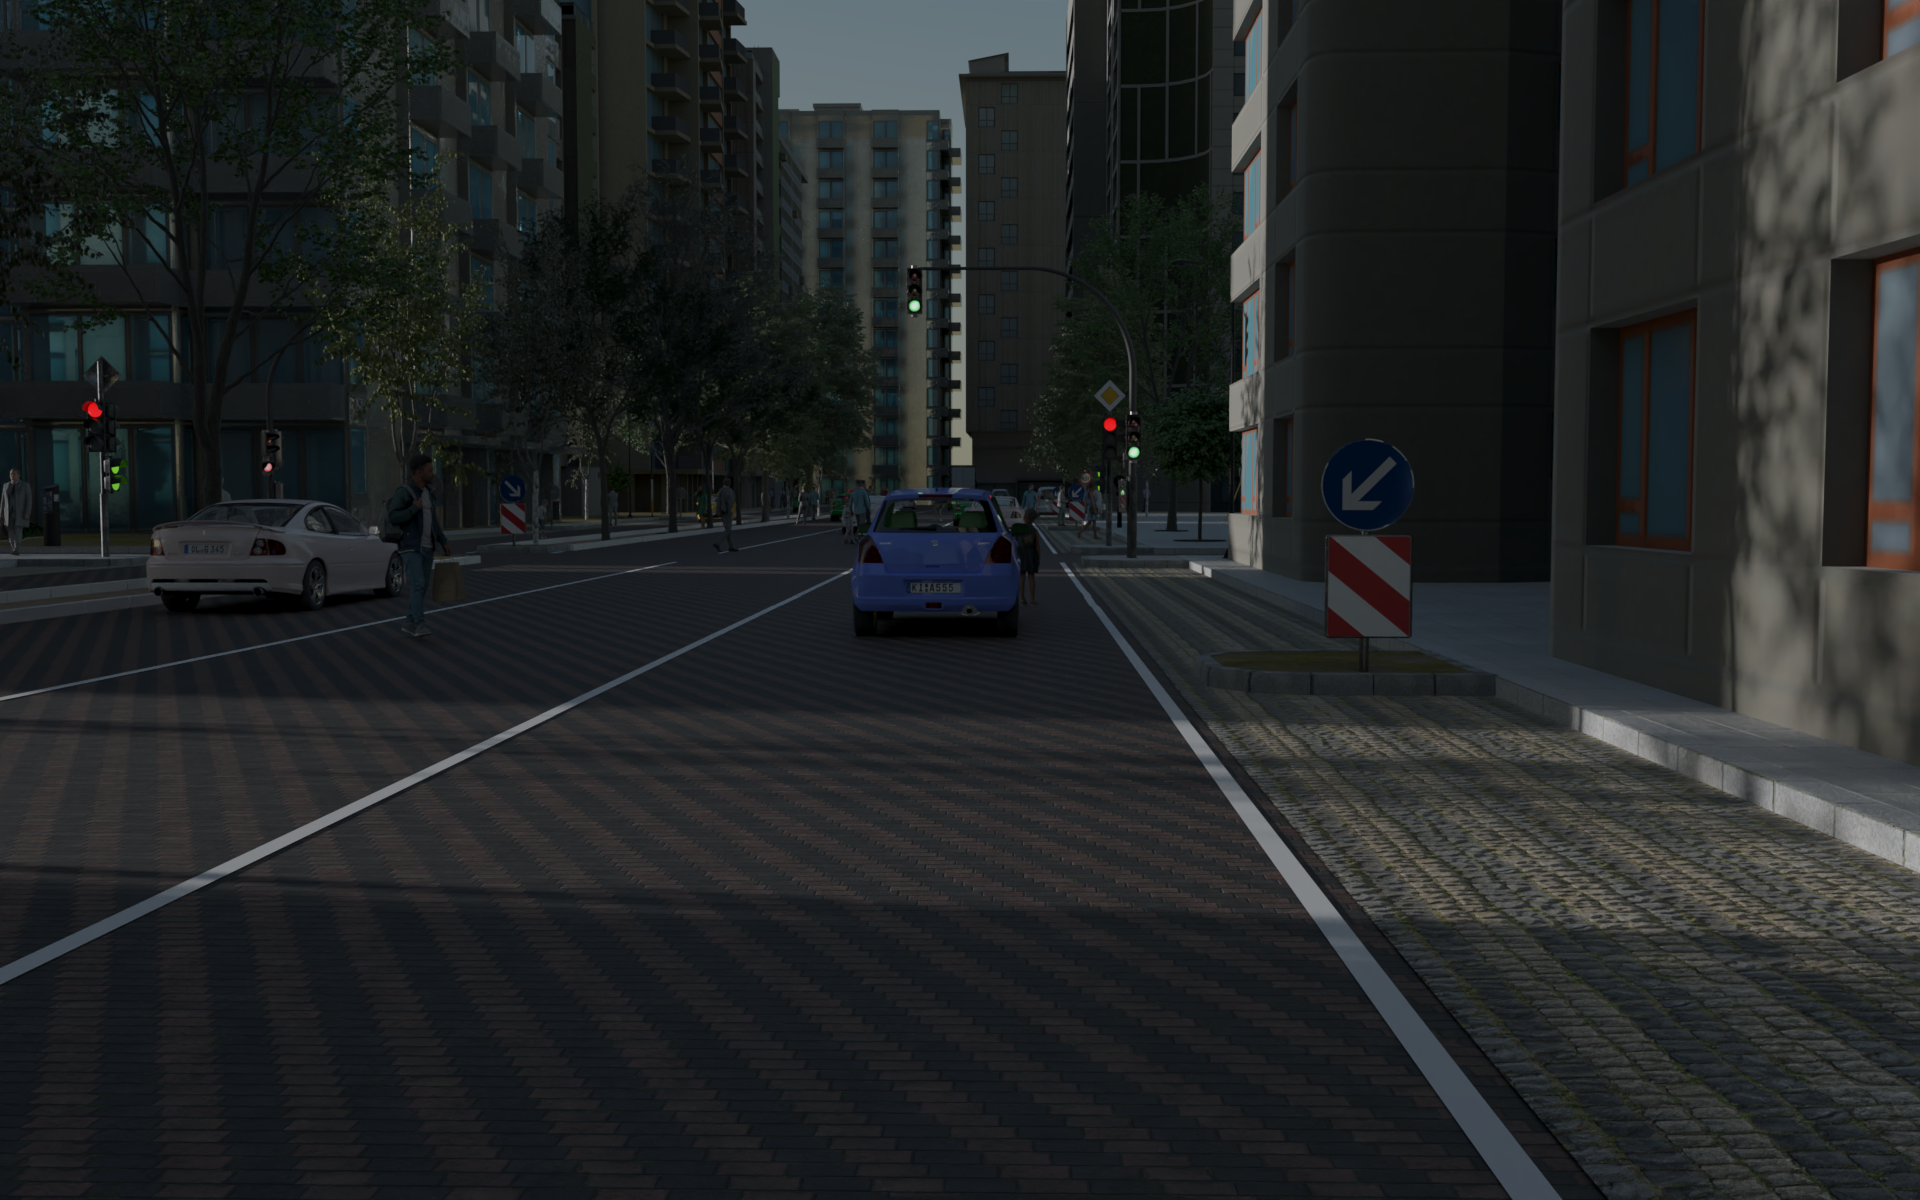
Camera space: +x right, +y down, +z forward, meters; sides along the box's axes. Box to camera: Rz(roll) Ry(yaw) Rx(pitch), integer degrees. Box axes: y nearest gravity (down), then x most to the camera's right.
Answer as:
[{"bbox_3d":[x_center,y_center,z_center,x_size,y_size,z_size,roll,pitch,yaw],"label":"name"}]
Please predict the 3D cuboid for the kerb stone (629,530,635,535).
[{"bbox_3d":[-11.442,-2.290,59.630,0.120,0.150,1.000,0,4,2],"label":"kerb stone"}]

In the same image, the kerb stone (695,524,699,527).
[{"bbox_3d":[-11.073,-3.041,71.923,0.120,0.150,1.000,0,4,2],"label":"kerb stone"}]

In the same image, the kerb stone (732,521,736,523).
[{"bbox_3d":[-10.741,-3.731,83.194,0.120,0.150,1.000,0,4,2],"label":"kerb stone"}]

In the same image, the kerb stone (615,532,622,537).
[{"bbox_3d":[-11.502,-2.162,57.579,0.120,0.150,1.000,0,4,2],"label":"kerb stone"}]

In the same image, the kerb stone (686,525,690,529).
[{"bbox_3d":[-11.139,-2.911,69.880,0.120,0.150,1.000,0,4,2],"label":"kerb stone"}]

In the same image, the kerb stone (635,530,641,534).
[{"bbox_3d":[-11.411,-2.352,60.652,0.120,0.150,1.000,0,4,2],"label":"kerb stone"}]

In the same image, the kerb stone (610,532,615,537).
[{"bbox_3d":[-11.526,-2.102,56.557,0.120,0.150,1.000,0,4,2],"label":"kerb stone"}]

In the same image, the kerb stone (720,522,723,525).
[{"bbox_3d":[-10.892,-3.412,78.057,0.120,0.150,1.000,0,4,2],"label":"kerb stone"}]

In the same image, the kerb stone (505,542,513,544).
[{"bbox_3d":[-11.868,-1.412,45.290,0.120,0.150,1.000,0,4,2],"label":"kerb stone"}]

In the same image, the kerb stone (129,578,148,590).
[{"bbox_3d":[-12.421,-0.246,26.266,0.120,0.150,1.000,0,4,2],"label":"kerb stone"}]

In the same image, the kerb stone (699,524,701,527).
[{"bbox_3d":[-11.050,-3.102,72.945,0.120,0.150,1.000,0,4,2],"label":"kerb stone"}]

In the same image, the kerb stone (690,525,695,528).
[{"bbox_3d":[-11.106,-2.977,70.901,0.120,0.150,1.000,0,4,2],"label":"kerb stone"}]

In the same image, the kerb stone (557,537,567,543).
[{"bbox_3d":[-11.716,-1.726,50.414,0.120,0.150,1.000,0,4,2],"label":"kerb stone"}]

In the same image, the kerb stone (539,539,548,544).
[{"bbox_3d":[-11.768,-1.599,48.370,0.120,0.150,1.000,0,4,2],"label":"kerb stone"}]

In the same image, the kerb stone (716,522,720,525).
[{"bbox_3d":[-10.927,-3.354,77.033,0.120,0.150,1.000,0,4,2],"label":"kerb stone"}]

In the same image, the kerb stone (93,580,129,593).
[{"bbox_3d":[-12.459,-0.183,25.242,0.120,0.150,1.000,0,4,2],"label":"kerb stone"}]

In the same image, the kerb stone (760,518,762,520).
[{"bbox_3d":[-10.528,-4.171,90.385,0.120,0.150,1.000,0,4,2],"label":"kerb stone"}]

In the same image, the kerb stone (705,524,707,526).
[{"bbox_3d":[-11.009,-3.166,73.966,0.120,0.150,1.000,0,4,2],"label":"kerb stone"}]

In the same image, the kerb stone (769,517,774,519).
[{"bbox_3d":[-10.409,-4.421,94.485,0.120,0.150,1.000,0,4,2],"label":"kerb stone"}]

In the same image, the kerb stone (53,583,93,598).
[{"bbox_3d":[-12.483,-0.123,24.212,0.120,0.150,1.000,0,4,2],"label":"kerb stone"}]

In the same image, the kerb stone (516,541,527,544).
[{"bbox_3d":[-11.835,-1.475,46.312,0.120,0.150,1.000,0,4,2],"label":"kerb stone"}]

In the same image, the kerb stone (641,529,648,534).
[{"bbox_3d":[-11.377,-2.415,61.674,0.120,0.150,1.000,0,4,2],"label":"kerb stone"}]

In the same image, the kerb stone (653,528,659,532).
[{"bbox_3d":[-11.323,-2.540,63.717,0.120,0.150,1.000,0,4,2],"label":"kerb stone"}]

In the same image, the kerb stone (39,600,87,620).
[{"bbox_3d":[-10.508,0.128,20.130,0.120,0.150,1.000,0,4,2],"label":"kerb stone"}]

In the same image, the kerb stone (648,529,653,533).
[{"bbox_3d":[-11.352,-2.469,62.696,0.120,0.150,1.000,0,4,2],"label":"kerb stone"}]

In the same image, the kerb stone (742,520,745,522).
[{"bbox_3d":[-10.706,-3.794,84.220,0.120,0.150,1.000,0,4,2],"label":"kerb stone"}]

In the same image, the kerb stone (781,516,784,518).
[{"bbox_3d":[-10.288,-4.668,98.589,0.120,0.150,1.000,0,4,2],"label":"kerb stone"}]

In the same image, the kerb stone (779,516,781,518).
[{"bbox_3d":[-10.324,-4.606,97.563,0.120,0.150,1.000,0,4,2],"label":"kerb stone"}]

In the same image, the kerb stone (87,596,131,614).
[{"bbox_3d":[-10.471,0.063,21.161,0.120,0.150,1.000,0,4,2],"label":"kerb stone"}]

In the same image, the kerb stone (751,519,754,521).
[{"bbox_3d":[-10.627,-3.982,87.302,0.120,0.150,1.000,0,4,2],"label":"kerb stone"}]

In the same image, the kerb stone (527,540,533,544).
[{"bbox_3d":[-11.816,-1.538,47.349,0.120,0.150,1.000,0,4,2],"label":"kerb stone"}]

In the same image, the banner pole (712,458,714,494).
[{"bbox_3d":[-16.801,-7.824,117.935,0.401,3.779,0.863,-1,4,-13],"label":"banner pole"}]

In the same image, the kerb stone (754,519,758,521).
[{"bbox_3d":[-10.589,-4.044,88.327,0.120,0.150,1.000,0,4,2],"label":"kerb stone"}]

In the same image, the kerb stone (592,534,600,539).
[{"bbox_3d":[-11.592,-1.976,54.507,0.120,0.150,1.000,0,4,2],"label":"kerb stone"}]

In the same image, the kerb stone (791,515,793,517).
[{"bbox_3d":[-10.171,-4.923,102.687,0.120,0.150,1.000,0,4,2],"label":"kerb stone"}]

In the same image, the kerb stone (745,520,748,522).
[{"bbox_3d":[-10.681,-3.857,85.250,0.120,0.150,1.000,0,4,2],"label":"kerb stone"}]

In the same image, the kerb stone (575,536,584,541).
[{"bbox_3d":[-11.655,-1.848,52.458,0.120,0.150,1.000,0,4,2],"label":"kerb stone"}]

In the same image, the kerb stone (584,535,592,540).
[{"bbox_3d":[-11.628,-1.910,53.486,0.120,0.150,1.000,0,4,2],"label":"kerb stone"}]

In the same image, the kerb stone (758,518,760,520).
[{"bbox_3d":[-10.567,-4.107,89.349,0.120,0.150,1.000,0,4,2],"label":"kerb stone"}]

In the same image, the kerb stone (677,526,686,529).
[{"bbox_3d":[-11.166,-2.854,68.852,0.120,0.150,1.000,0,4,2],"label":"kerb stone"}]

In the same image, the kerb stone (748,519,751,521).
[{"bbox_3d":[-10.654,-3.918,86.279,0.120,0.150,1.000,0,4,2],"label":"kerb stone"}]

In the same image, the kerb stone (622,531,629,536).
[{"bbox_3d":[-11.469,-2.227,58.605,0.120,0.150,1.000,0,4,2],"label":"kerb stone"}]

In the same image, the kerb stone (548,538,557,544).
[{"bbox_3d":[-11.743,-1.661,49.392,0.120,0.150,1.000,0,4,2],"label":"kerb stone"}]

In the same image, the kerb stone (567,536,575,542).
[{"bbox_3d":[-11.683,-1.788,51.436,0.120,0.150,1.000,0,4,2],"label":"kerb stone"}]

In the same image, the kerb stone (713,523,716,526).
[{"bbox_3d":[-10.952,-3.291,76.010,0.120,0.150,1.000,0,4,2],"label":"kerb stone"}]

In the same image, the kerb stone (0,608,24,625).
[{"bbox_3d":[-10.535,0.189,19.107,0.120,0.150,1.000,0,4,2],"label":"kerb stone"}]

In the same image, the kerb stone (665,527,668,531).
[{"bbox_3d":[-11.262,-2.661,65.780,0.120,0.150,1.000,0,4,2],"label":"kerb stone"}]

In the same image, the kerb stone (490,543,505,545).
[{"bbox_3d":[-11.898,-1.349,44.259,0.120,0.150,1.000,0,4,2],"label":"kerb stone"}]

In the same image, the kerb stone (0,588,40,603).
[{"bbox_3d":[-12.519,-0.061,23.191,0.120,0.150,1.000,0,4,2],"label":"kerb stone"}]

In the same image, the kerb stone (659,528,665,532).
[{"bbox_3d":[-11.289,-2.602,64.739,0.120,0.150,1.000,0,4,2],"label":"kerb stone"}]
